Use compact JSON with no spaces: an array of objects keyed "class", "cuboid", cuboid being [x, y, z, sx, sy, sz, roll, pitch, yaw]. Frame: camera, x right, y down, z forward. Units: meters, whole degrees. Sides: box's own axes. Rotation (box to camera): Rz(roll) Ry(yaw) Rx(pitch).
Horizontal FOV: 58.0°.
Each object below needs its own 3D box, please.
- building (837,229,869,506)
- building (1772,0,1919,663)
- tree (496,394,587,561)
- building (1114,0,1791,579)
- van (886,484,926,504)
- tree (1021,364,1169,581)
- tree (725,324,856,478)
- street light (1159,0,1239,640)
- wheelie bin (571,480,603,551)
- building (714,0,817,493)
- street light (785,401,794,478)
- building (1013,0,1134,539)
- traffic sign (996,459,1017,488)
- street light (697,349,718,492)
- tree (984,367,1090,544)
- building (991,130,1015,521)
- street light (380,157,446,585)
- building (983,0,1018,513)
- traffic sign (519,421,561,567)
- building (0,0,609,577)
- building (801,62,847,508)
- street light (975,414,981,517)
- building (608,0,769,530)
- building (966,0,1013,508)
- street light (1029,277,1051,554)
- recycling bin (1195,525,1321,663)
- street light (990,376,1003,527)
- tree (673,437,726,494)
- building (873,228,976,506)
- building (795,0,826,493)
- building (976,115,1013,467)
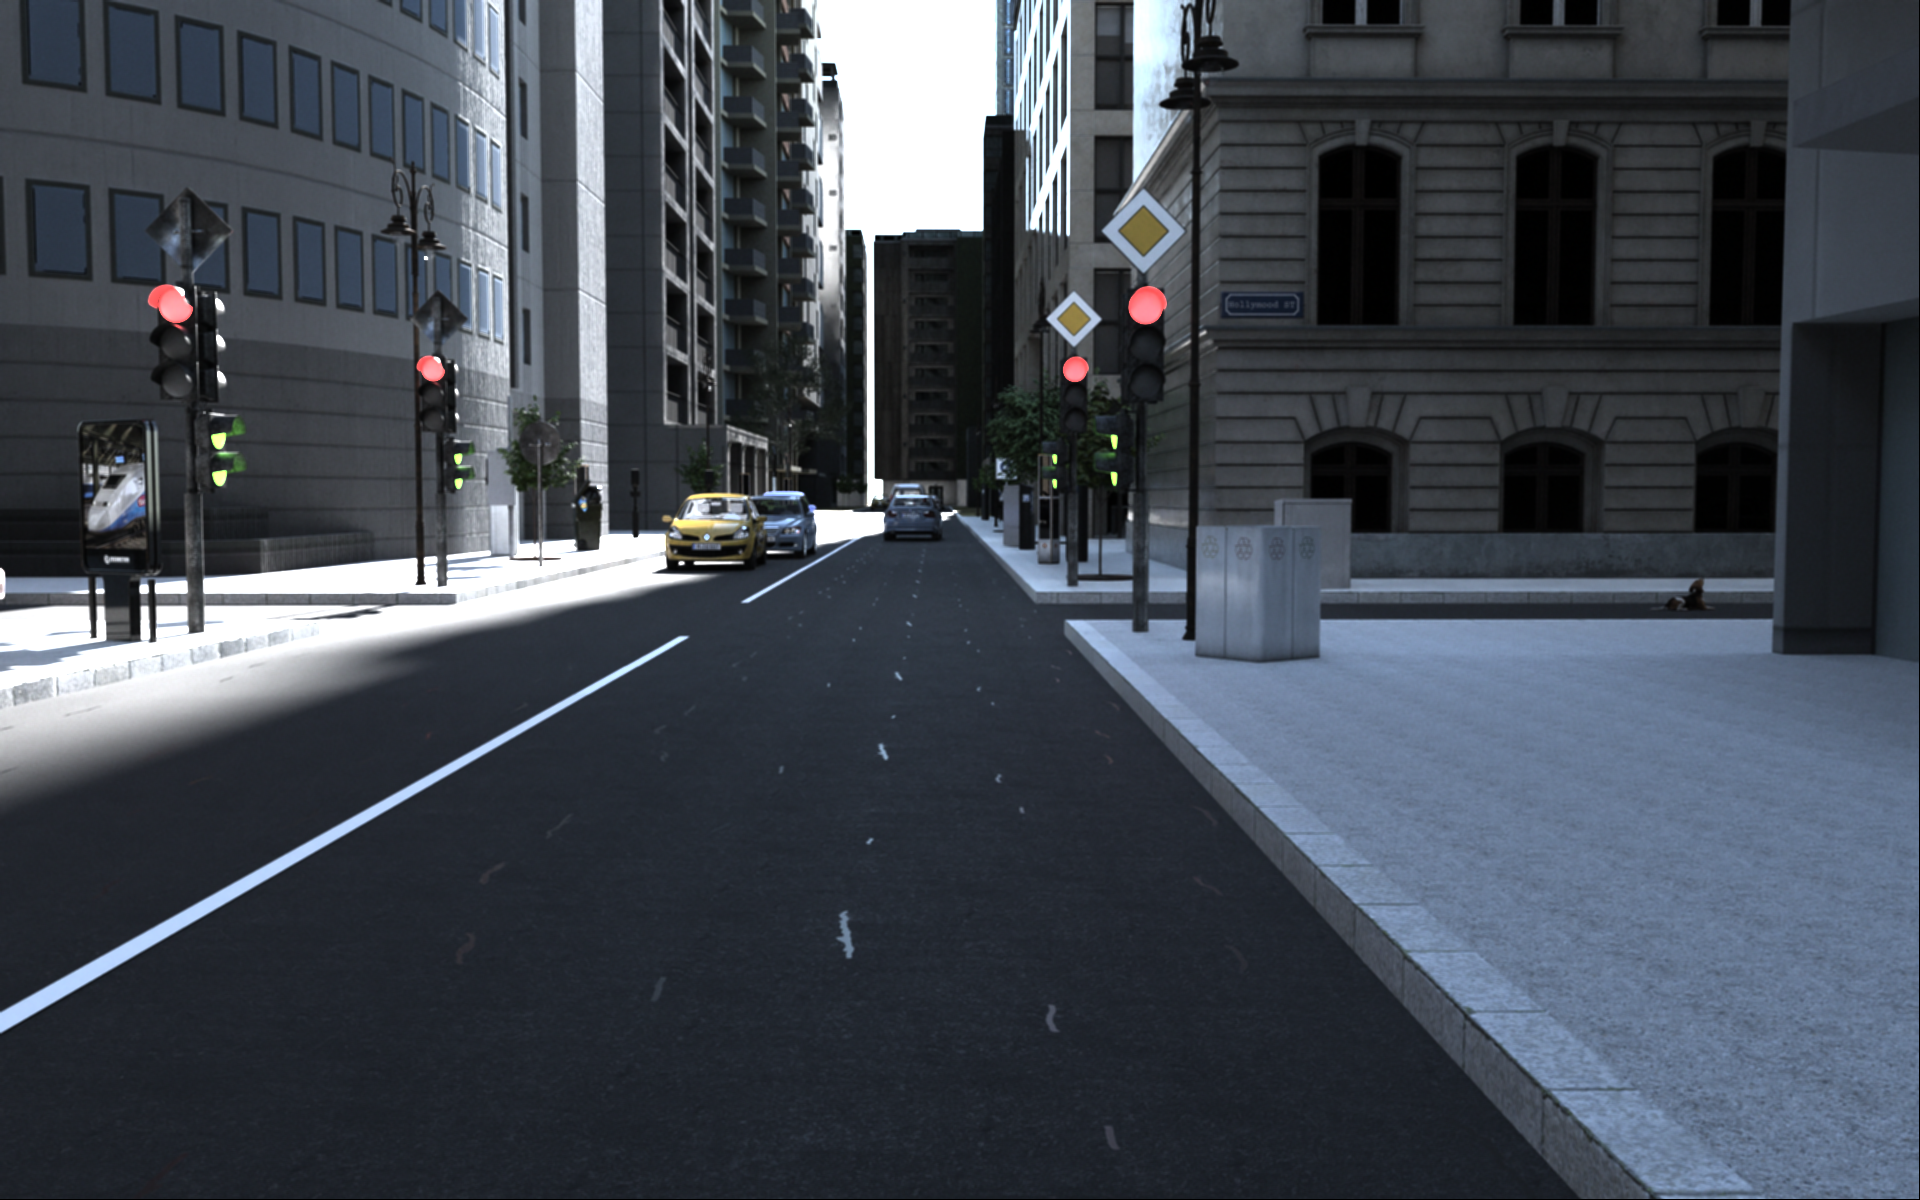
[{"class":"building","cuboid":[-17.214,-25.598,190.221,14.107,30.474,14.160,0,4,-1]},{"class":"building","cuboid":[17.821,-25.144,0.350,28.713,52.752,27.495,0,4,-1]},{"class":"tree","cuboid":[-8.222,-2.372,33.386,1.663,3.219,1.824,0,3,0]},{"class":"building","cuboid":[20.676,-12.953,30.868,34.723,24.649,14.460,0,4,-1]},{"class":"van","cuboid":[-2.155,-4.061,73.410,2.013,2.044,4.112,0,3,0]},{"class":"tree","cuboid":[2.060,-1.928,26.126,1.663,3.219,1.824,0,3,0]},{"class":"tree","cuboid":[-9.169,-9.773,94.198,8.767,10.594,7.601,2,4,32]},{"class":"street light","cuboid":[2.050,-2.587,15.086,0.468,5.910,1.993,0,4,-1]},{"class":"wheelie bin","cuboid":[-8.482,-1.929,39.454,0.693,1.594,0.980,-1,4,-19]},{"class":"building","cuboid":[-21.022,-28.035,112.998,22.147,44.769,28.867,0,4,-1]},{"class":"street light","cuboid":[-8.426,-6.914,85.829,0.468,5.910,1.993,0,4,-1]},{"class":"building","cuboid":[12.436,-15.975,65.714,19.350,26.468,34.151,0,4,-1]},{"class":"traffic sign","cuboid":[1.319,-2.880,49.218,0.606,2.300,0.079,0,4,2]},{"class":"street light","cuboid":[-8.051,-5.049,55.337,0.468,5.910,1.993,0,4,-1]},{"class":"tree","cuboid":[2.237,-3.751,45.038,4.285,4.588,4.351,0,3,0]},{"class":"building","cuboid":[8.034,-15.964,90.694,12.332,23.373,15.834,0,4,-1]},{"class":"street light","cuboid":[-7.593,-3.146,24.221,0.468,5.910,1.993,0,4,-1]},{"class":"building","cuboid":[12.025,-41.505,116.852,20.563,71.187,20.611,0,4,-1]},{"class":"traffic sign","cuboid":[-7.373,-1.852,30.393,0.768,2.556,0.104,1,4,8]},{"class":"building","cuboid":[-20.984,-30.264,36.817,21.231,58.520,28.212,0,4,-1]},{"class":"building","cuboid":[-18.089,-29.553,166.781,14.086,41.232,14.154,0,4,-1]},{"class":"street light","cuboid":[1.023,-7.679,98.337,0.468,5.910,1.993,0,4,-1]},{"class":"building","cuboid":[-18.535,-38.582,69.068,20.563,71.187,20.611,0,4,-1]},{"class":"building","cuboid":[12.019,-51.633,156.863,22.319,86.520,31.000,0,4,-1]},{"class":"street light","cuboid":[1.743,-3.934,37.103,0.468,5.910,1.993,0,4,-1]},{"class":"recycling bin","cuboid":[2.343,-0.066,13.628,0.722,1.027,0.722,-3,4,-38]},{"class":"street light","cuboid":[1.415,-5.814,67.845,0.468,5.910,1.993,0,4,-1]},{"class":"tree","cuboid":[-8.651,-3.916,58.625,1.663,3.219,1.824,0,3,0]},{"class":"building","cuboid":[-2.555,-25.658,191.211,14.107,30.474,14.160,0,4,-1]},{"class":"building","cuboid":[-25.264,-33.747,141.003,28.713,52.752,27.495,0,4,-1]},{"class":"building","cuboid":[8.717,-22.243,135.377,14.160,30.474,14.107,0,4,-1]}]
